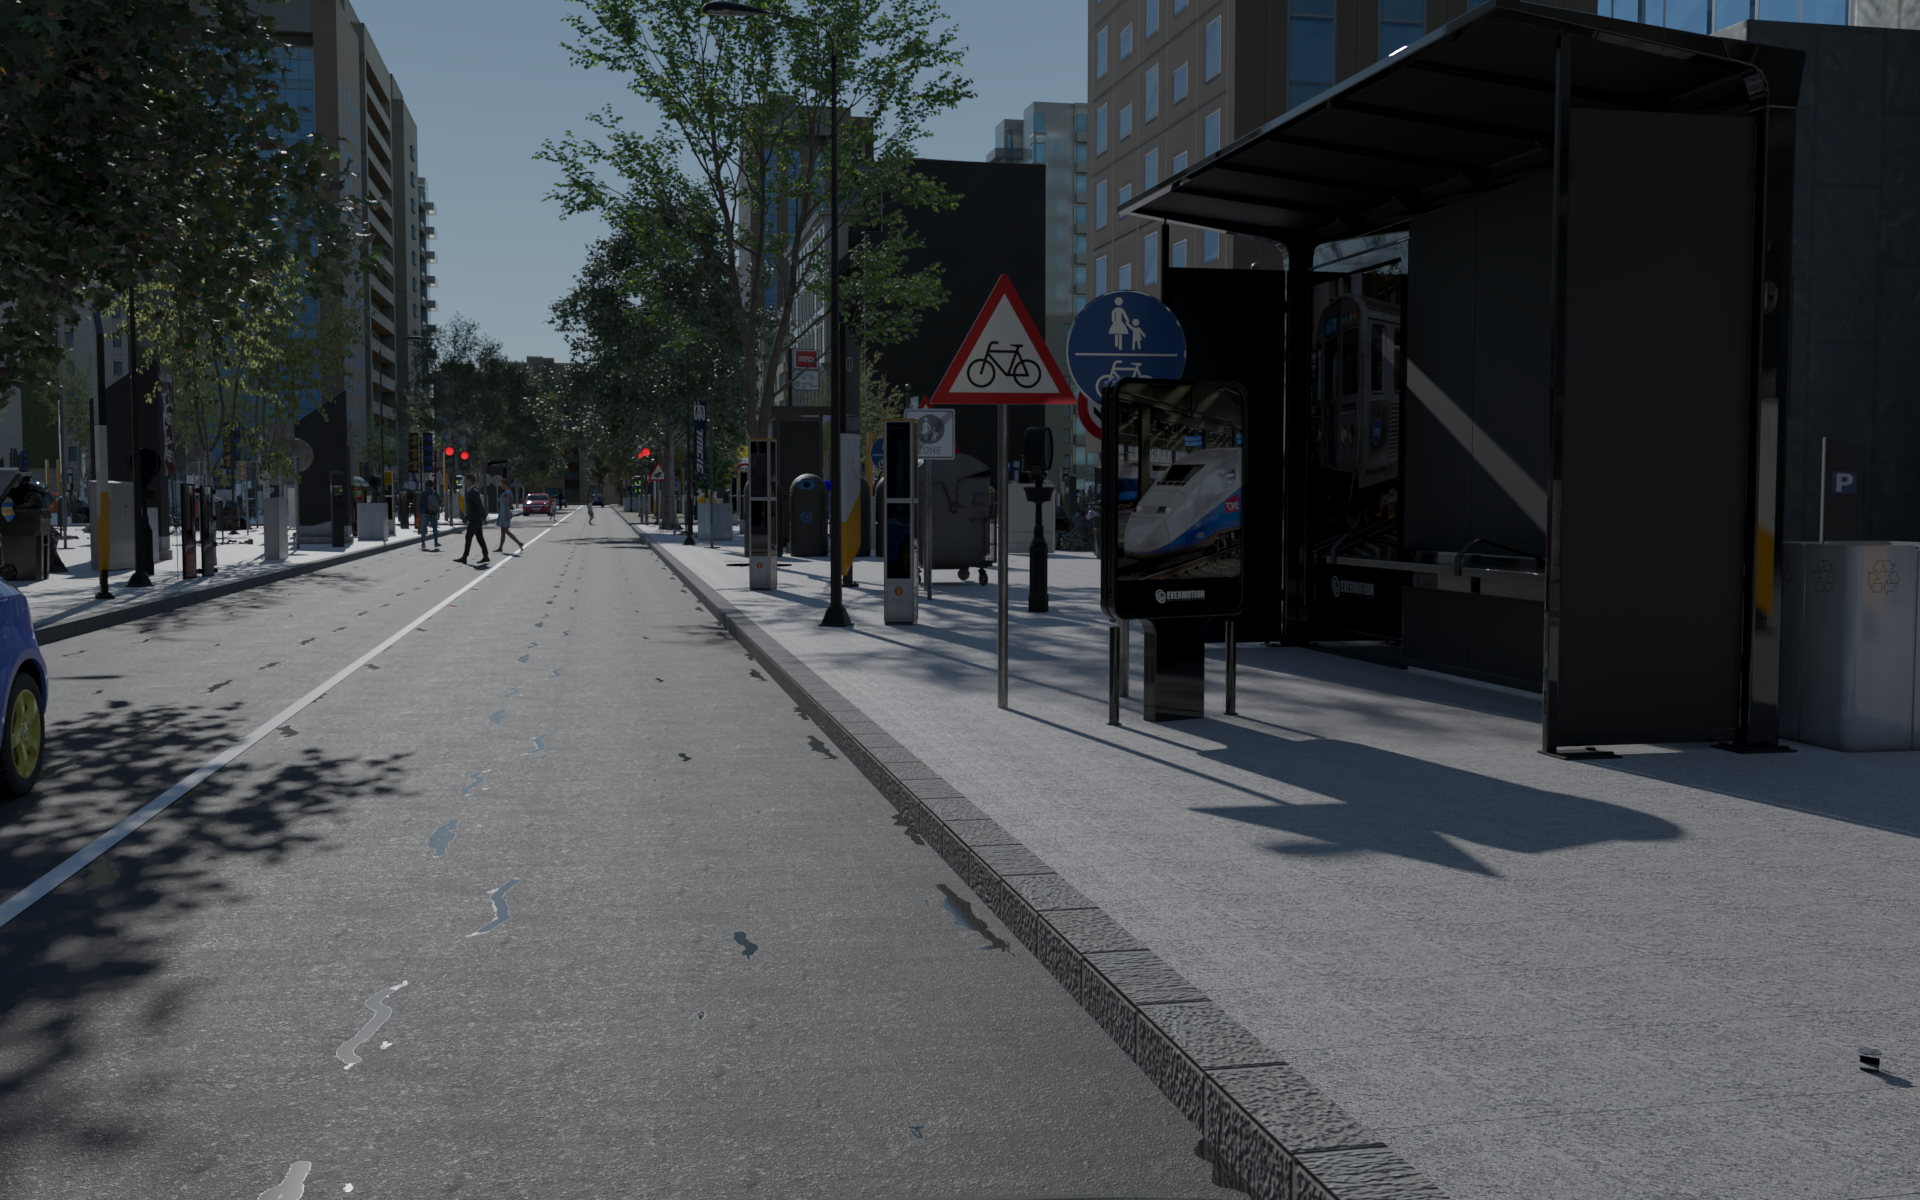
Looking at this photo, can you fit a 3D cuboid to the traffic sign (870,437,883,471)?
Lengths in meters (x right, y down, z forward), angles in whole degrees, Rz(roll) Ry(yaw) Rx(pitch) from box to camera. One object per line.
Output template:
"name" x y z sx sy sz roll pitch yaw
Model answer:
"traffic sign" -1.616 -2.351 38.551 0.768 2.556 0.104 0 4 -3

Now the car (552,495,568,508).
"car" -42.038 -10.328 181.438 1.945 1.354 3.894 -1 4 -12

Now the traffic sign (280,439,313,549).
"traffic sign" -15.409 -2.455 40.239 0.768 2.556 0.104 0 4 -5

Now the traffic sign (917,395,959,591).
"traffic sign" -0.454 -1.400 22.891 0.884 2.594 0.081 0 4 -6

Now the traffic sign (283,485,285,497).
"traffic sign" -22.026 -3.320 56.407 0.606 2.300 0.079 0 4 -3

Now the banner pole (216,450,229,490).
"banner pole" -42.319 -6.682 99.262 0.863 3.779 0.401 0 4 2

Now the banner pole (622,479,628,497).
"banner pole" -28.994 -9.788 150.052 0.401 3.779 0.863 2 4 31

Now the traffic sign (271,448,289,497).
"traffic sign" -18.652 -2.904 47.585 0.768 2.556 0.104 0 4 -5

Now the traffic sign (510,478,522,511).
"traffic sign" -34.263 -8.176 133.679 0.884 2.594 0.081 -1 4 -11

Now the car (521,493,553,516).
"car" -27.626 -6.383 113.408 2.155 1.783 4.494 -1 4 -10

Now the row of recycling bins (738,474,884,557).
"row of recycling bins" -2.702 -1.740 35.564 3.534 1.692 1.069 0 4 3

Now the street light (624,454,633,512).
"street light" -12.938 -6.008 70.772 1.470 5.913 1.316 -1 4 -12

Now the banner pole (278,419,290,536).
"banner pole" -20.650 -3.824 52.534 0.401 3.779 0.863 -3 5 -39

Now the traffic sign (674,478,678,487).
"traffic sign" -21.063 -7.757 126.937 0.768 2.556 0.104 -1 4 -11

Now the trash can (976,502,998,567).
"trash can" 0.360 -1.171 30.800 0.748 1.137 0.748 0 3 0

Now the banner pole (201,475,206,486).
"banner pole" -45.631 -7.010 104.633 0.863 3.779 0.401 0 4 -3

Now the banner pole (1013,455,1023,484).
"banner pole" 3.786 -7.418 111.298 0.863 3.779 0.401 1 4 11

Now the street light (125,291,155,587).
"street light" -10.825 -3.142 23.906 1.470 5.913 1.316 -1 4 -12

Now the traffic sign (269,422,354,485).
"traffic sign" -18.229 -3.355 48.721 2.265 3.308 0.079 0 4 -7

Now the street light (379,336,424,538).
"street light" -16.448 -4.796 50.961 1.470 5.913 1.316 -1 4 -12

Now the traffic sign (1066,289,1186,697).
"traffic sign" 1.031 -0.660 10.901 0.768 2.556 0.104 0 4 -8

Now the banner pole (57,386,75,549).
"banner pole" -20.942 -3.081 40.392 0.401 3.779 0.863 -2 4 -32

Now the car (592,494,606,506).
"car" -44.418 -12.251 212.095 2.131 1.459 4.920 -1 4 -12

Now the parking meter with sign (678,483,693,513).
"parking meter with sign" -18.136 -7.302 115.651 1.738 3.016 0.543 0 4 -8

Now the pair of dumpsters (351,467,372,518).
"pair of dumpsters" -21.626 -3.550 60.533 1.574 2.255 4.437 -1 4 -12

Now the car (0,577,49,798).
"car" -4.986 0.171 6.799 1.945 1.707 3.694 -1 4 -12

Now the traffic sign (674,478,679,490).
"traffic sign" -21.213 -7.853 128.495 0.768 2.556 0.104 0 4 -3

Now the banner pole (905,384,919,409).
"banner pole" -1.091 -3.018 39.365 0.401 3.779 0.863 -2 4 -23

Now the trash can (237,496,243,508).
"trash can" -52.913 -7.090 127.581 0.748 1.137 0.748 0 3 0

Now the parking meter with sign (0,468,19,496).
"parking meter with sign" -27.555 -3.285 49.973 1.738 3.016 0.543 -1 4 -16

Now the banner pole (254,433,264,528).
"banner pole" -26.090 -4.554 64.467 0.863 3.779 0.401 3 5 42

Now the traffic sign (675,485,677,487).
"traffic sign" -21.296 -7.846 128.289 0.884 2.594 0.081 -1 4 -12

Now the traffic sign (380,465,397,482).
"traffic sign" -25.181 -4.653 76.078 0.884 2.594 0.081 -1 4 -10

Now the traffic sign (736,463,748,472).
"traffic sign" -8.754 -4.309 70.556 0.768 2.556 0.104 0 4 -4

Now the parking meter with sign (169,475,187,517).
"parking meter with sign" -44.499 -6.283 98.980 1.738 3.016 0.543 1 4 21

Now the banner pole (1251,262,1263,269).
"banner pole" 2.985 -1.758 18.768 0.863 3.779 0.401 -1 4 -14

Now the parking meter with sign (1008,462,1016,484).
"parking meter with sign" 2.774 -5.992 94.229 0.543 3.016 1.738 1 4 21

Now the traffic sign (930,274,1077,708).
"traffic sign" 0.256 -0.631 10.328 0.884 2.594 0.081 -1 4 -10

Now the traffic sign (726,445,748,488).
"traffic sign" -8.827 -4.777 71.974 2.265 3.308 0.079 -1 4 -10

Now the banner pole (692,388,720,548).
"banner pole" -6.011 -3.104 40.771 0.401 3.779 0.863 2 4 34

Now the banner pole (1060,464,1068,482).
"banner pole" 8.671 -9.467 144.805 0.863 3.779 0.401 1 4 9

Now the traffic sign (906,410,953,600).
"traffic sign" -0.368 -1.145 20.848 0.606 2.300 0.079 -1 4 -9

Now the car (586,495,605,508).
"car" -38.397 -10.388 182.424 1.945 1.354 3.894 -1 4 -11

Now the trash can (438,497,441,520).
"trash can" -24.444 -4.197 80.272 0.748 1.137 0.748 0 3 0

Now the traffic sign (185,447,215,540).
"traffic sign" -20.660 -2.874 47.094 0.768 2.556 0.104 0 4 -5

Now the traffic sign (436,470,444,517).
"traffic sign" -27.797 -5.654 92.444 0.884 2.594 0.081 -1 4 -11

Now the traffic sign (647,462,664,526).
"traffic sign" -12.090 -4.251 69.503 0.884 2.594 0.081 0 4 -4

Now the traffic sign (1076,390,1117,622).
"traffic sign" 1.536 -1.054 17.341 0.768 2.556 0.104 0 4 -4

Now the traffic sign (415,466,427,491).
"traffic sign" -24.632 -4.861 79.586 0.768 2.556 0.104 0 4 -5

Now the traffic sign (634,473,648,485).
"traffic sign" -18.064 -5.994 98.107 0.768 2.556 0.104 0 4 -8

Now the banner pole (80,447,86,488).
"banner pole" -45.379 -6.091 89.613 0.863 3.779 0.401 3 5 41

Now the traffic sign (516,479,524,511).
"traffic sign" -34.415 -8.184 134.995 0.795 2.450 0.064 0 4 -7

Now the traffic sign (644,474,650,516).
"traffic sign" -18.859 -6.324 103.503 0.768 2.556 0.104 0 4 -5

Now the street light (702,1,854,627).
"street light" -1.736 -2.694 16.596 1.470 5.913 1.316 -1 4 -12

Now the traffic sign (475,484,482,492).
"traffic sign" -41.298 -9.086 148.561 0.884 2.594 0.081 -1 4 -9

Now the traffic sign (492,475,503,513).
"traffic sign" -30.666 -7.016 114.816 0.768 2.556 0.104 0 4 -4

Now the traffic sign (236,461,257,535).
"traffic sign" -22.149 -3.161 53.807 0.606 2.300 0.079 0 4 -5

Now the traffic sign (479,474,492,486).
"traffic sign" -29.377 -6.555 107.272 0.768 2.556 0.104 0 4 -3

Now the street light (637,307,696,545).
"street light" -7.345 -4.330 43.345 1.470 5.913 1.316 -1 4 -12
